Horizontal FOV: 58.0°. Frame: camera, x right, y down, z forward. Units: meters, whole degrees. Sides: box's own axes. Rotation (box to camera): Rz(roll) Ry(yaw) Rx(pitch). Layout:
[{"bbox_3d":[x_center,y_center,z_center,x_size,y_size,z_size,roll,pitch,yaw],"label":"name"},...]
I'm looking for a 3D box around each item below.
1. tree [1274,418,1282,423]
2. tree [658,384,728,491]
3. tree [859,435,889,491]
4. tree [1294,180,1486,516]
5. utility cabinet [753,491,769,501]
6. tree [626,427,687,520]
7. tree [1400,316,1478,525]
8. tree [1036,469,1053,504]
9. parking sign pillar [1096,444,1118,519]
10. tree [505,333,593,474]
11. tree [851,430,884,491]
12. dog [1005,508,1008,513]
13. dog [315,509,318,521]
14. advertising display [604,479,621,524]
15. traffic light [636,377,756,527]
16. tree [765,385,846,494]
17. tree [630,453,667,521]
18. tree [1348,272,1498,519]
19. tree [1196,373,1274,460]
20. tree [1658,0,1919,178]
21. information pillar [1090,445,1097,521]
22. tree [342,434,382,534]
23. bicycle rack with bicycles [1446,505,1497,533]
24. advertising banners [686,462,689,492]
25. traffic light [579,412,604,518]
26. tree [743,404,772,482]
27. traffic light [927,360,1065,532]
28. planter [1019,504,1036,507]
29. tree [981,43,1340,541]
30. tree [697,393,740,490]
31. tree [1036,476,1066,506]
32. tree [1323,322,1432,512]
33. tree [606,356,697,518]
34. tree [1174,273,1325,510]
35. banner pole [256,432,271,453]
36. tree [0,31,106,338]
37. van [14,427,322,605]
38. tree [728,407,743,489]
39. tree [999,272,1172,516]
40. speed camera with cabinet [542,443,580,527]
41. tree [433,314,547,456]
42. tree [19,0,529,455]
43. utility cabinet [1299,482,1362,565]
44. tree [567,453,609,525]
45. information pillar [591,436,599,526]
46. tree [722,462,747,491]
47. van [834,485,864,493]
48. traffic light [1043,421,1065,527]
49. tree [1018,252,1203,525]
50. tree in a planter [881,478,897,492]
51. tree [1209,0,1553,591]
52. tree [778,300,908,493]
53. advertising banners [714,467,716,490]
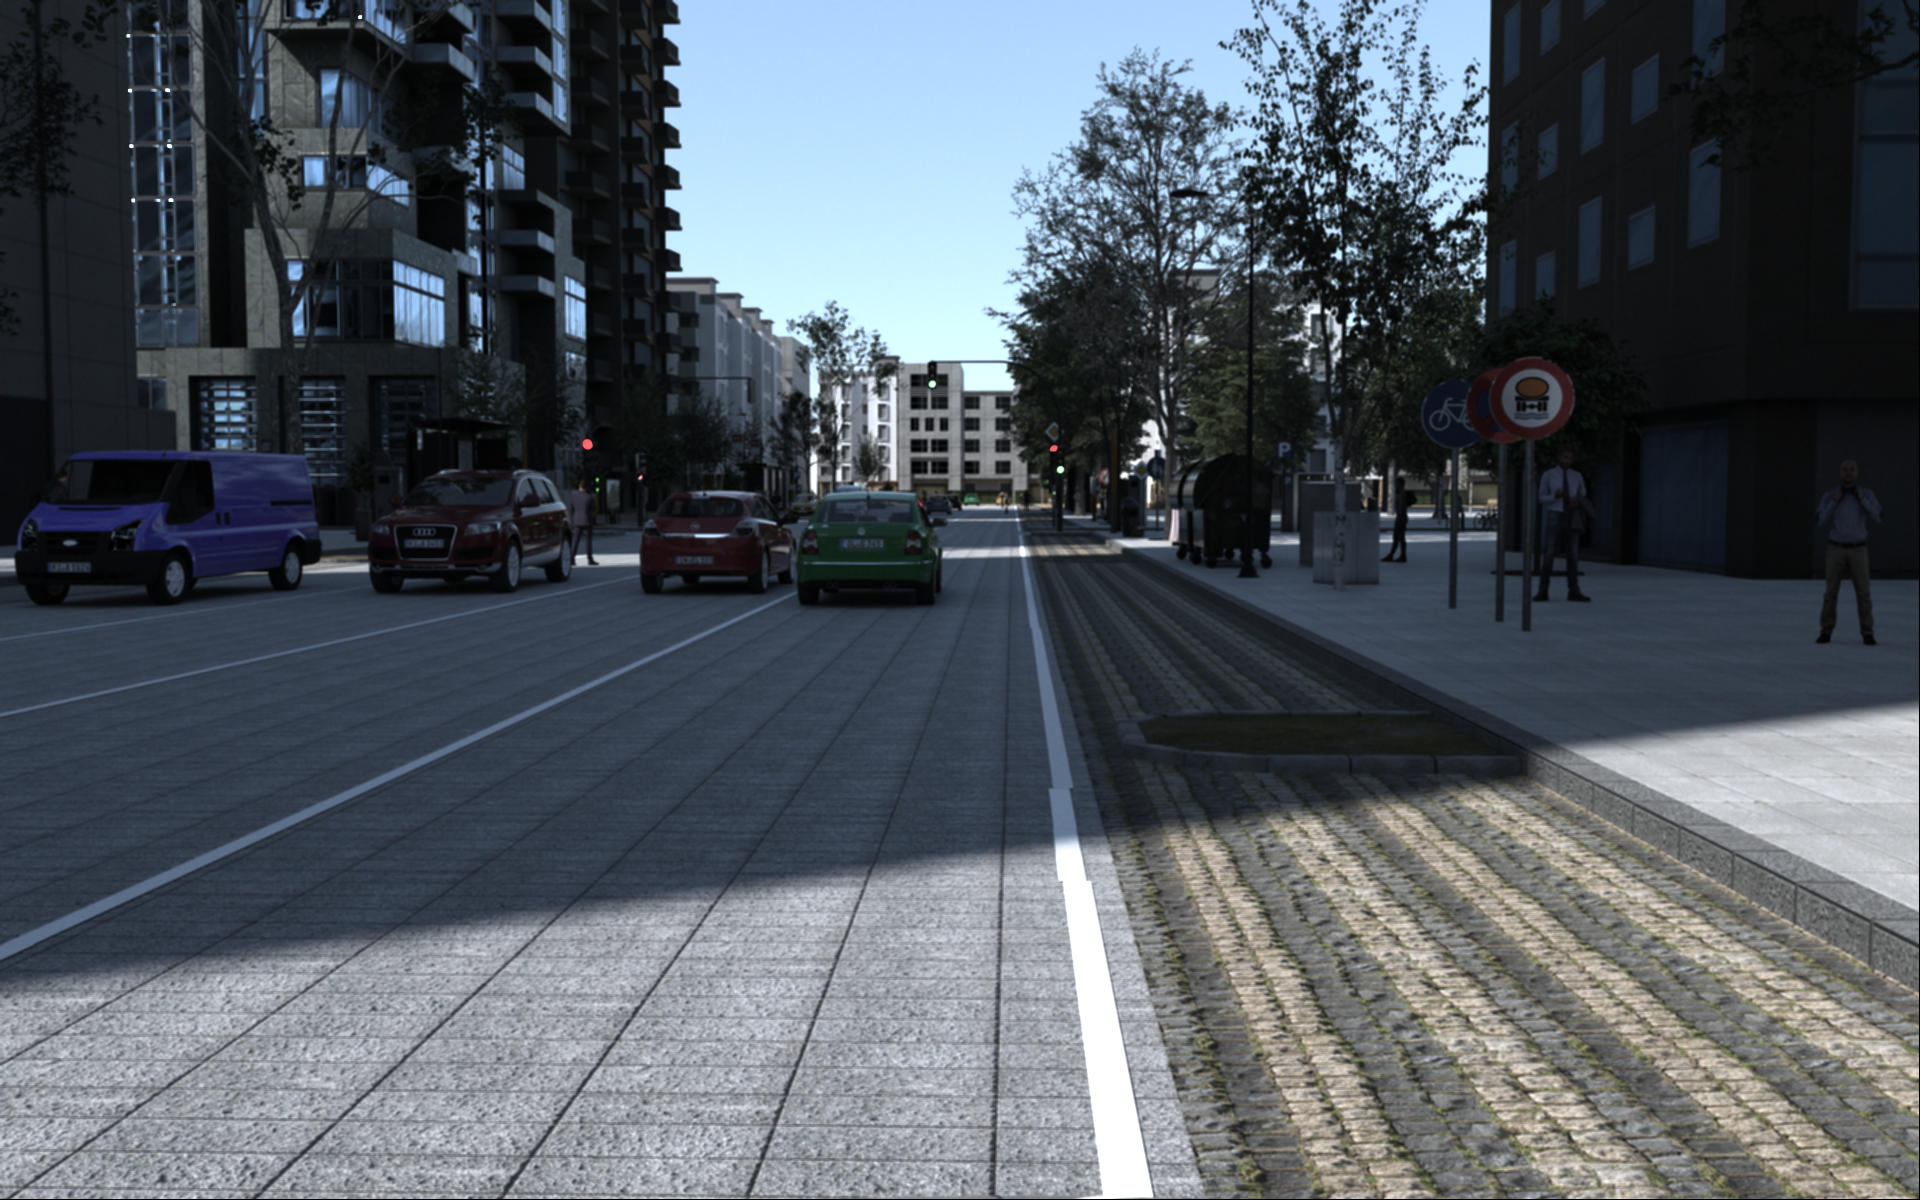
[{"bbox_3d":[19.073,-10.013,114.070,4.737,8.622,4.395,0,3,0],"label":"tree"},{"bbox_3d":[-17.950,-10.089,115.309,4.360,8.622,3.978,0,3,0],"label":"tree"},{"bbox_3d":[-10.944,-16.344,217.594,4.360,8.622,3.978,0,3,0],"label":"tree"},{"bbox_3d":[26.310,-15.081,102.466,12.611,20.169,13.585,0,3,0],"label":"tree"},{"bbox_3d":[-12.970,-6.380,112.989,1.173,1.500,0.318,3,5,40],"label":"utility cabinet"},{"bbox_3d":[-15.023,-6.226,85.508,4.285,4.588,4.351,0,3,0],"label":"tree"},{"bbox_3d":[20.325,-7.474,72.568,4.737,8.622,4.395,0,3,0],"label":"tree"},{"bbox_3d":[10.267,-16.063,212.999,4.737,8.622,4.395,0,3,0],"label":"tree"},{"bbox_3d":[7.756,-6.186,89.617,1.447,3.967,1.447,-1,4,-23],"label":"parking sign pillar"},{"bbox_3d":[-18.855,-7.896,79.467,4.360,8.622,3.978,0,3,0],"label":"tree"},{"bbox_3d":[-10.838,-15.301,200.525,4.737,8.622,4.395,0,3,0],"label":"tree"},{"bbox_3d":[3.373,-6.615,128.349,0.550,0.427,0.748,2,4,32],"label":"dog"},{"bbox_3d":[-21.177,-2.549,56.050,0.800,0.831,0.513,-2,4,-26],"label":"dog"},{"bbox_3d":[-14.838,-4.206,73.978,0.123,1.923,0.974,2,4,26],"label":"advertising display"},{"bbox_3d":[-10.351,-5.675,67.447,4.771,5.953,1.251,0,4,2],"label":"traffic light"},{"bbox_3d":[-13.240,-13.116,148.854,7.601,10.594,8.767,0,4,6],"label":"tree"},{"bbox_3d":[-14.657,-5.328,81.714,1.663,3.219,1.824,0,3,0],"label":"tree"},{"bbox_3d":[24.785,-10.550,89.495,9.611,12.733,9.660,0,3,0],"label":"tree"},{"bbox_3d":[16.805,-9.622,107.685,4.737,8.622,4.395,0,3,0],"label":"tree"},{"bbox_3d":[5.246,-4.485,7.740,7.601,10.594,8.767,-3,5,-41],"label":"tree"},{"bbox_3d":[6.336,-5.558,82.233,0.183,3.616,0.504,2,4,30],"label":"information pillar"},{"bbox_3d":[-19.184,-3.742,55.780,1.663,3.219,1.824,0,3,0],"label":"tree"},{"bbox_3d":[17.564,-2.744,58.243,2.852,0.926,2.925,0,4,4],"label":"bicycle rack with bicycles"},{"bbox_3d":[-14.397,-5.820,91.346,0.090,3.025,2.074,0,4,-2],"label":"advertising banners"},{"bbox_3d":[-12.691,-4.316,59.494,0.839,4.253,0.868,0,4,2],"label":"traffic light"},{"bbox_3d":[-17.117,-11.626,140.452,4.360,8.622,3.978,0,3,0],"label":"tree"},{"bbox_3d":[1.290,-5.154,58.940,4.771,5.953,1.251,0,4,2],"label":"traffic light"},{"bbox_3d":[7.649,-10.737,196.693,1.991,0.319,1.994,0,4,2],"label":"planter"},{"bbox_3d":[5.702,-8.397,47.666,12.009,13.543,11.850,0,3,0],"label":"tree"},{"bbox_3d":[-18.203,-10.830,127.433,4.737,8.622,4.395,0,3,0],"label":"tree"},{"bbox_3d":[9.805,-12.372,185.987,4.285,4.588,4.351,0,3,0],"label":"tree"},{"bbox_3d":[30.723,-13.343,124.815,9.857,13.997,8.962,0,3,0],"label":"tree"},{"bbox_3d":[-17.046,-8.744,93.323,4.737,8.622,4.395,0,3,0],"label":"tree"},{"bbox_3d":[14.556,-10.382,87.868,7.486,12.596,7.792,0,3,0],"label":"tree"},{"bbox_3d":[-27.997,-4.867,69.590,0.401,3.779,0.863,2,4,31],"label":"banner pole"},{"bbox_3d":[-16.526,-5.449,23.503,7.601,10.594,8.767,1,4,17],"label":"tree"},{"bbox_3d":[-10.934,-1.208,24.132,2.240,2.365,5.245,0,4,4],"label":"van"},{"bbox_3d":[-18.192,-10.560,123.019,4.360,8.622,3.978,0,3,0],"label":"tree"},{"bbox_3d":[7.029,-11.797,99.538,9.857,13.997,8.962,0,3,0],"label":"tree"},{"bbox_3d":[-15.586,-4.516,68.180,0.660,3.252,2.038,2,4,26],"label":"speed camera with cabinet"},{"bbox_3d":[-19.526,-7.427,71.797,4.737,8.622,4.395,0,3,0],"label":"tree"},{"bbox_3d":[-14.440,-11.153,38.242,12.611,20.169,13.585,0,3,0],"label":"tree"},{"bbox_3d":[6.637,-1.364,30.973,1.173,1.500,0.318,-2,4,-29],"label":"utility cabinet"},{"bbox_3d":[-15.124,-4.680,71.124,1.663,3.219,1.824,0,3,0],"label":"tree"},{"bbox_3d":[-14.733,-4.797,69.783,0.183,3.616,0.504,-3,4,-39],"label":"information pillar"},{"bbox_3d":[-13.697,-6.610,102.682,1.663,3.219,1.824,0,3,0],"label":"tree"},{"bbox_3d":[-5.214,-4.535,81.152,2.013,2.044,4.112,0,3,0],"label":"van"},{"bbox_3d":[3.629,-4.775,66.998,0.839,4.253,0.868,0,4,2],"label":"traffic light"},{"bbox_3d":[6.471,-8.986,72.676,9.928,11.665,9.643,0,3,0],"label":"tree"},{"bbox_3d":[-8.176,-12.209,196.840,1.991,3.239,1.994,0,4,2],"label":"tree in a planter"},{"bbox_3d":[5.181,-4.420,22.633,4.360,8.622,3.978,0,3,0],"label":"tree"},{"bbox_3d":[-11.323,-19.030,167.025,12.611,20.169,13.585,0,3,0],"label":"tree"},{"bbox_3d":[-15.680,-6.960,109.979,0.090,3.025,2.074,0,4,4],"label":"advertising banners"}]
